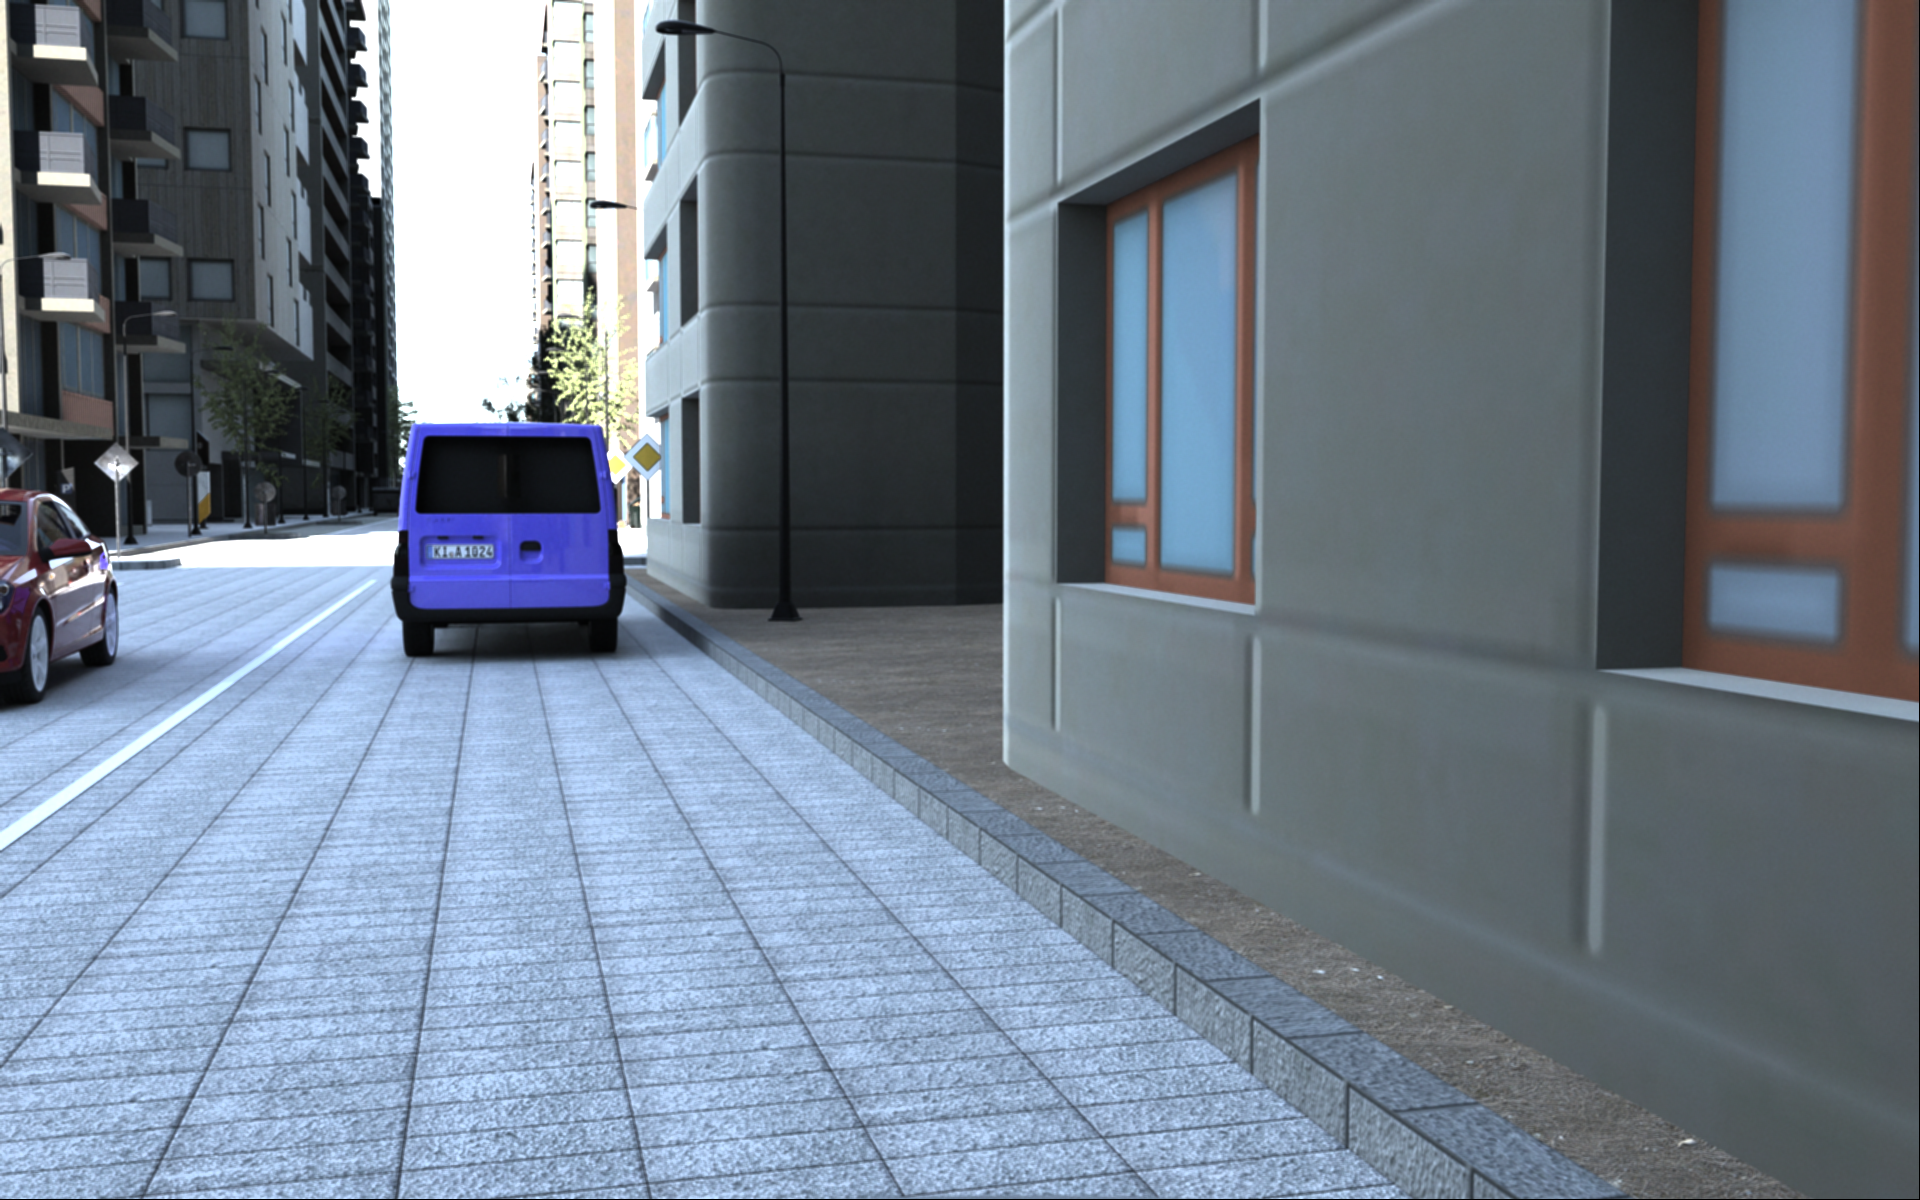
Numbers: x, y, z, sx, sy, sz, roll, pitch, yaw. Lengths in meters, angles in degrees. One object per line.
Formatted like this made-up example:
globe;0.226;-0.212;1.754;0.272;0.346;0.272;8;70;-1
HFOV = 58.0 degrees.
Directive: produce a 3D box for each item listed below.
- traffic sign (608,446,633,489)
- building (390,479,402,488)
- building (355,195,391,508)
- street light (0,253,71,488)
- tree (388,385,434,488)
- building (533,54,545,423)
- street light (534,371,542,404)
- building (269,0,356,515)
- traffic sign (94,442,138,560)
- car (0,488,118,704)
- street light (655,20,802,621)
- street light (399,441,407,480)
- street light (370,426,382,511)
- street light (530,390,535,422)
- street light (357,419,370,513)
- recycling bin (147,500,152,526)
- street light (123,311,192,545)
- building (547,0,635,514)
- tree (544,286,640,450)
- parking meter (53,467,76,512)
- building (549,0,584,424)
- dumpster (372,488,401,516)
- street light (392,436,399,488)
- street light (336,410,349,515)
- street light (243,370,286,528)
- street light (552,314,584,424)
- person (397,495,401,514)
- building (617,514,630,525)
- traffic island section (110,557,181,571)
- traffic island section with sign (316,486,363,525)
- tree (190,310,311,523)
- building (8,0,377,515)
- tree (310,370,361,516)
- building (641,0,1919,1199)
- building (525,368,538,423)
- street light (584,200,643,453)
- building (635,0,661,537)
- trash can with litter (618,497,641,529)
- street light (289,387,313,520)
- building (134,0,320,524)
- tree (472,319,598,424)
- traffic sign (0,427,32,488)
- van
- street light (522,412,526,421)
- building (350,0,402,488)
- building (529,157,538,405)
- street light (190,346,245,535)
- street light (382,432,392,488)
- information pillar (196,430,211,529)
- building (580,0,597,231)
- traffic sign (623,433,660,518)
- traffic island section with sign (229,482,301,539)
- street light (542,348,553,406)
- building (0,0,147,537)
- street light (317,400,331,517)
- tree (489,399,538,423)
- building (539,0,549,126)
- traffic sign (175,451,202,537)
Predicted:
traffic sign;-7.188;-1.989;36.171;0.795;2.450;0.064;-1;4;-15
building;-80.098;-30.712;194.022;32.217;40.220;23.993;-1;4;-15
building;-60.736;-23.759;160.168;14.160;30.474;14.107;-1;4;-15
street light;-17.823;-3.722;33.392;1.470;5.913;1.316;-1;4;-15
tree;-59.112;-16.011;179.902;7.486;12.596;7.792;0;3;0
building;-35.737;-32.147;175.706;14.600;45.320;14.200;-1;4;-15
street light;-15.235;-5.696;65.678;1.470;5.913;1.316;-1;4;-15
building;-51.916;-29.915;112.811;21.300;48.544;21.600;-1;4;-15
traffic sign;-16.416;-1.841;33.739;0.795;2.450;0.064;-1;4;-15
car;-7.551;-0.235;12.890;2.155;1.783;4.494;-1;4;-17
street light;-2.300;-2.737;17.287;1.470;5.913;1.316;-1;4;-15
street light;-49.162;-10.891;150.601;1.470;5.913;1.316;-1;4;-15
street light;-40.505;-8.918;118.356;1.470;5.913;1.316;-1;4;-15
street light;-18.214;-6.383;76.904;1.470;5.913;1.316;-1;4;-15
street light;-37.722;-8.270;107.751;1.470;5.913;1.316;-1;4;-15
recycling bin;-32.730;-3.452;68.989;0.722;1.027;0.722;1;4;17
street light;-20.602;-4.375;44.077;1.470;5.913;1.316;-1;4;-15
building;-24.411;-29.602;134.097;14.600;45.320;14.200;-1;4;-15
tree;-13.080;-6.857;62.476;4.737;8.622;4.395;0;3;0
parking meter;-19.532;-1.962;37.792;0.399;1.863;0.255;-3;4;-39
building;-20.994;-26.665;119.574;14.154;41.232;14.086;-1;4;-15
dumpster;-37.656;-6.455;113.757;1.865;1.857;1.264;-1;4;-16
street light;-46.113;-10.188;139.118;1.470;5.913;1.316;-1;4;-15
street light;-34.650;-7.551;96.000;1.470;5.913;1.316;-1;4;-15
street light;-26.170;-5.647;64.875;1.470;5.913;1.316;-1;4;-15
street light;-9.689;-4.423;44.865;1.470;5.913;1.316;-1;4;-15
person;-29.716;-5.109;92.526;0.515;1.767;0.782;2;4;31
building;-9.169;-26.205;78.565;14.600;45.320;14.200;-1;4;-15
traffic island section;-16.437;-0.704;33.795;2.009;0.180;2.903;-1;4;-15
traffic island section with sign;-29.198;-4.460;81.552;1.989;1.847;2.006;-1;4;-15
tree;-28.554;-7.267;69.180;4.737;8.622;4.395;0;3;0
building;-59.039;-29.564;137.989;22.147;44.769;28.867;-1;4;-15
tree;-37.648;-9.299;102.405;4.737;8.622;4.395;0;3;0
building;12.044;-10.505;16.790;27.650;21.520;28.899;-1;4;-15
building;-49.017;-24.962;253.172;27.650;21.520;28.899;-1;4;-15
street light;-5.168;-3.373;27.697;1.470;5.913;1.316;-1;4;-15
building;1.336;-26.129;50.913;21.600;48.544;21.300;-1;4;-15
trash can with litter;-12.166;-3.204;63.778;1.055;1.170;0.624;-1;4;-19
street light;-28.968;-6.282;75.257;1.470;5.913;1.316;-1;4;-15
building;-45.986;-30.080;81.047;28.713;52.752;27.495;-1;4;-15
tree;-21.612;-9.621;91.712;8.767;10.594;7.601;-1;4;-14
traffic sign;-14.358;-1.369;26.023;0.795;2.450;0.064;-1;4;-15
van;-4.434;-0.778;17.107;2.240;2.365;5.245;-1;4;-14
street light;-23.801;-7.653;97.672;1.470;5.913;1.316;-1;4;-15
building;-85.595;-48.793;236.013;20.563;71.187;20.611;-1;4;-15
building;-44.023;-34.822;223.956;22.147;44.769;28.867;-1;4;-15
street light;-23.515;-5.010;54.454;1.470;5.913;1.316;-1;4;-15
street light;-43.284;-9.554;128.744;1.470;5.913;1.316;-1;4;-15
information pillar;-27.829;-4.425;63.707;0.504;3.616;0.183;1;4;17
building;-15.646;-20.341;104.284;14.160;30.474;14.107;-1;4;-15
traffic sign;-5.130;-1.518;28.454;0.795;2.450;0.064;-1;4;-15
traffic island section with sign;-22.246;-2.867;55.506;1.989;1.847;2.006;-1;4;-15
street light;-12.447;-5.059;55.259;1.470;5.913;1.316;-1;4;-15
building;-33.176;-23.791;43.605;22.147;44.769;28.867;-1;4;-15
street light;-31.819;-6.916;85.626;1.470;5.913;1.316;-1;4;-15
tree;-47.223;-16.104;189.060;9.928;11.665;9.643;0;3;0
building;-26.117;-30.659;155.903;22.147;44.769;28.867;-1;4;-15
traffic sign;-22.900;-3.139;51.425;0.768;2.556;0.104;-1;4;-9
